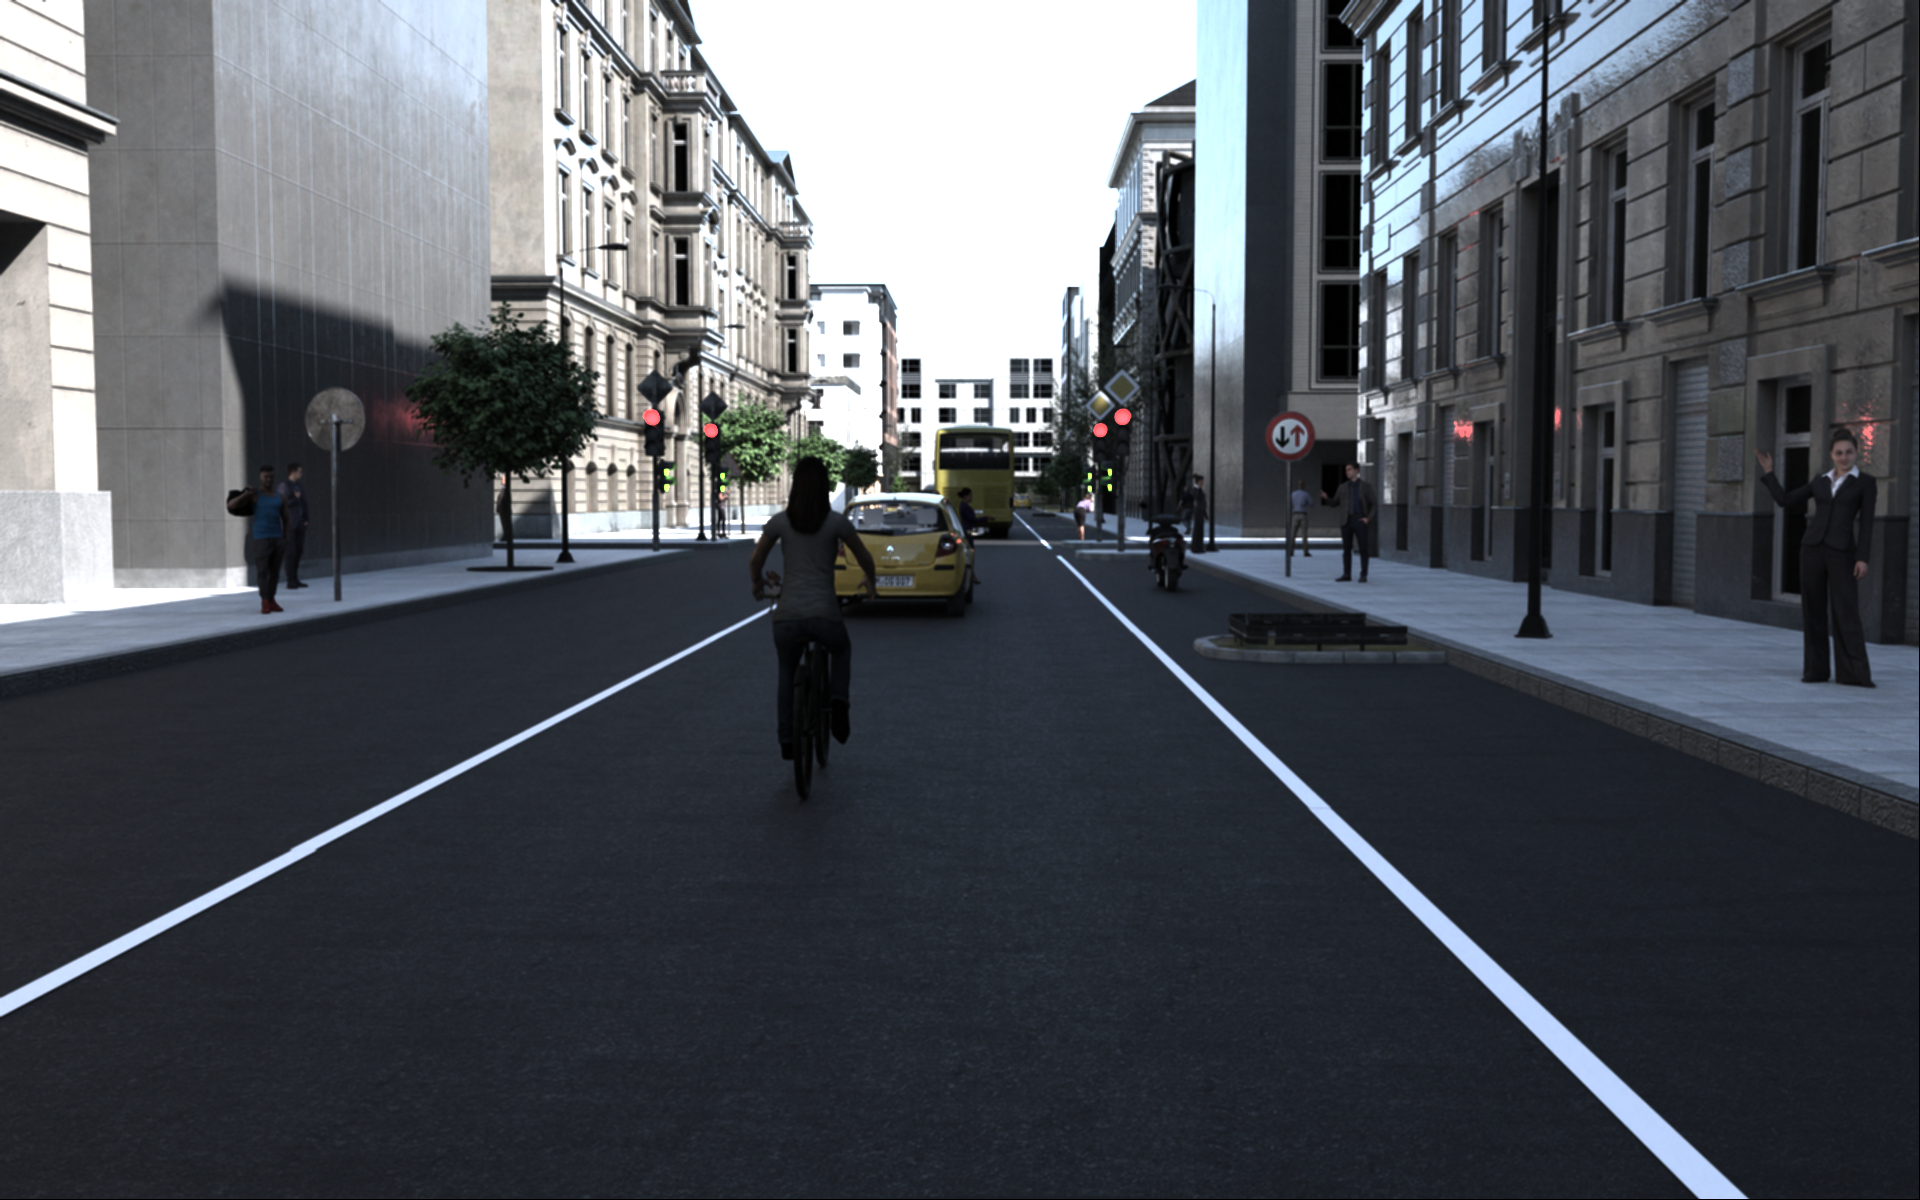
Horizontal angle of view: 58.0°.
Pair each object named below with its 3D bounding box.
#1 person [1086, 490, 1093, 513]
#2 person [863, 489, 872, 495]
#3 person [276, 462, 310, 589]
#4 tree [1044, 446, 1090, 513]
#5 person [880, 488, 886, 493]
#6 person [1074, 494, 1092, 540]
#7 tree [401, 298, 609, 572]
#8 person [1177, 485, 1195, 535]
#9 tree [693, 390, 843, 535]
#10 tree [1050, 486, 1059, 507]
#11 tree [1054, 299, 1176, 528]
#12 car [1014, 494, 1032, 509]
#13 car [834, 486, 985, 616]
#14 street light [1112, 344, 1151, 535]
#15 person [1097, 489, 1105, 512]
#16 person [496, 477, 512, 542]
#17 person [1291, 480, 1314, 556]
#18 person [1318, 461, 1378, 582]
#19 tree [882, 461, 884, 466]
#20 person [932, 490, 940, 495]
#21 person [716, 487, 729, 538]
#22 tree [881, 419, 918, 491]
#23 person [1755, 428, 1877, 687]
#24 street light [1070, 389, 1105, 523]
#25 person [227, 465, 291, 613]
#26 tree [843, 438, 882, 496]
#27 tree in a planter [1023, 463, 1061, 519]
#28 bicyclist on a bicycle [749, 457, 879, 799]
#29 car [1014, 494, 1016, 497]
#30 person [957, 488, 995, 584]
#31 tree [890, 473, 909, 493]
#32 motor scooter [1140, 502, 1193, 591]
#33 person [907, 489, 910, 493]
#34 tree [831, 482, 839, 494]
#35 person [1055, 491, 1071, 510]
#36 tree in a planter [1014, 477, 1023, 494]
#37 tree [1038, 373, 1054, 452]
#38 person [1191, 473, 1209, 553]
[{"bbox_3d":[8.927,-6.811,119.680,0.482,1.546,0.388,1,4,23],"label":"person"},{"bbox_3d":[-5.952,-6.330,110.992,0.566,1.644,0.517,0,4,4],"label":"person"},{"bbox_3d":[-9.078,-1.017,23.584,0.530,1.710,0.541,2,4,30],"label":"person"},{"bbox_3d":[7.302,-8.243,118.484,4.285,4.588,4.351,0,3,0],"label":"tree"},{"bbox_3d":[-5.914,-7.789,134.054,0.551,1.740,0.621,-2,4,-33],"label":"person"},{"bbox_3d":[3.515,-2.308,49.471,0.421,1.427,0.697,3,4,38],"label":"person"},{"bbox_3d":[-7.665,-2.788,29.303,4.285,4.588,4.351,0,3,0],"label":"tree"},{"bbox_3d":[7.130,-2.834,54.586,0.569,1.553,0.471,0,4,2],"label":"person"},{"bbox_3d":[-6.859,-4.366,55.105,4.285,4.588,4.351,0,3,0],"label":"tree"},{"bbox_3d":[8.894,-10.536,166.857,1.663,3.219,1.824,0,3,0],"label":"tree"},{"bbox_3d":[5.904,-6.994,64.722,4.360,8.622,3.978,0,3,0],"label":"tree"},{"bbox_3d":[5.856,-9.397,163.858,2.015,1.641,3.980,0,4,1],"label":"car"},{"bbox_3d":[-0.715,-0.704,21.738,2.015,1.641,3.980,0,4,2],"label":"car"},{"bbox_3d":[5.396,-4.970,53.804,1.470,5.913,1.316,0,4,1],"label":"street light"},{"bbox_3d":[6.631,-4.485,81.642,0.388,1.546,0.482,0,4,-1],"label":"person"},{"bbox_3d":[-12.309,-2.456,46.747,0.434,1.755,0.990,-1,4,-21],"label":"person"},{"bbox_3d":[7.014,-1.689,35.714,0.516,1.574,0.319,3,4,36],"label":"person"},{"bbox_3d":[5.641,-1.140,25.208,0.750,1.759,0.617,-3,5,-43],"label":"person"},{"bbox_3d":[-5.991,-7.154,100.681,4.285,4.588,4.351,0,3,0],"label":"tree"},{"bbox_3d":[-0.351,-1.203,30.861,0.574,1.496,0.600,3,4,39],"label":"person"},{"bbox_3d":[-6.847,-2.609,50.177,0.593,1.643,0.415,2,4,34],"label":"person"},{"bbox_3d":[-5.979,-13.142,165.227,4.360,8.622,3.978,0,3,0],"label":"tree"},{"bbox_3d":[5.769,-0.297,11.696,0.742,1.727,0.445,1,4,18],"label":"person"},{"bbox_3d":[5.733,-6.352,76.400,1.470,5.913,1.316,0,4,1],"label":"street light"},{"bbox_3d":[-7.574,-0.666,18.802,0.662,1.594,0.647,3,5,42],"label":"person"},{"bbox_3d":[-6.797,-6.035,82.388,4.285,4.588,4.351,0,3,0],"label":"tree"},{"bbox_3d":[4.816,-6.283,99.946,1.991,3.239,1.994,0,4,1],"label":"tree in a planter"},{"bbox_3d":[-0.737,0.086,8.617,1.499,1.676,1.625,0,4,1],"label":"bicyclist on a bicycle"},{"bbox_3d":[6.570,-11.310,194.509,1.945,1.707,3.694,0,4,0],"label":"car"},{"bbox_3d":[0.227,-1.028,27.680,0.546,1.535,0.453,-1,4,-23],"label":"person"},{"bbox_3d":[-5.298,-9.230,145.503,1.663,3.219,1.824,0,3,0],"label":"tree"},{"bbox_3d":[3.125,-0.817,26.139,0.815,1.314,1.986,0,4,2],"label":"motor scooter"},{"bbox_3d":[-3.713,-7.112,124.873,0.705,1.812,1.348,-1,4,-10],"label":"person"},{"bbox_3d":[-7.266,-6.234,96.532,1.663,3.219,1.824,0,3,0],"label":"tree"},{"bbox_3d":[8.209,-8.067,138.039,1.348,1.812,0.705,1,4,12],"label":"person"},{"bbox_3d":[6.310,-10.940,176.095,1.991,3.239,1.994,0,4,1],"label":"tree in a planter"},{"bbox_3d":[6.257,-8.093,82.688,4.360,8.622,3.978,0,3,0],"label":"tree"},{"bbox_3d":[5.210,-1.859,37.246,0.445,1.727,0.742,-1,4,-9],"label":"person"}]
